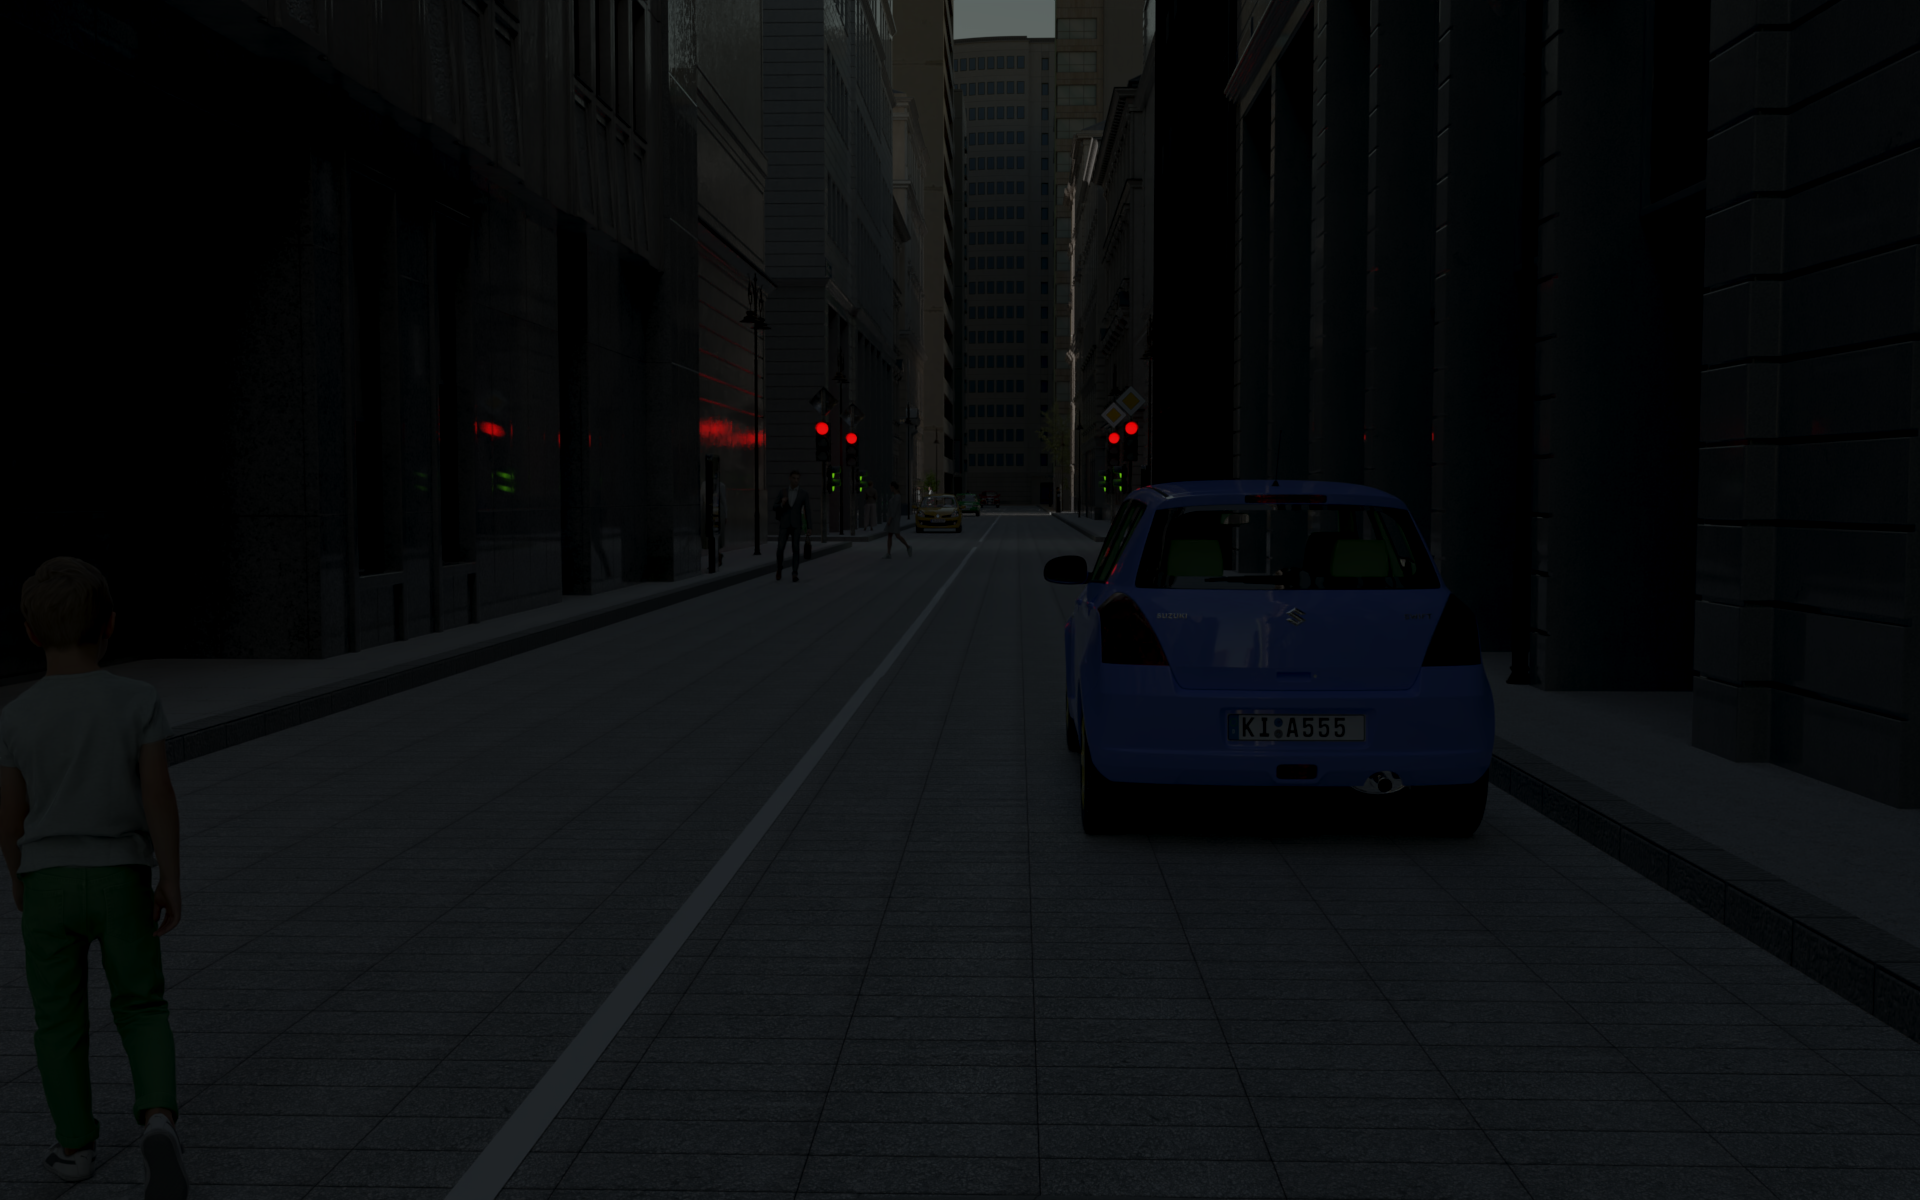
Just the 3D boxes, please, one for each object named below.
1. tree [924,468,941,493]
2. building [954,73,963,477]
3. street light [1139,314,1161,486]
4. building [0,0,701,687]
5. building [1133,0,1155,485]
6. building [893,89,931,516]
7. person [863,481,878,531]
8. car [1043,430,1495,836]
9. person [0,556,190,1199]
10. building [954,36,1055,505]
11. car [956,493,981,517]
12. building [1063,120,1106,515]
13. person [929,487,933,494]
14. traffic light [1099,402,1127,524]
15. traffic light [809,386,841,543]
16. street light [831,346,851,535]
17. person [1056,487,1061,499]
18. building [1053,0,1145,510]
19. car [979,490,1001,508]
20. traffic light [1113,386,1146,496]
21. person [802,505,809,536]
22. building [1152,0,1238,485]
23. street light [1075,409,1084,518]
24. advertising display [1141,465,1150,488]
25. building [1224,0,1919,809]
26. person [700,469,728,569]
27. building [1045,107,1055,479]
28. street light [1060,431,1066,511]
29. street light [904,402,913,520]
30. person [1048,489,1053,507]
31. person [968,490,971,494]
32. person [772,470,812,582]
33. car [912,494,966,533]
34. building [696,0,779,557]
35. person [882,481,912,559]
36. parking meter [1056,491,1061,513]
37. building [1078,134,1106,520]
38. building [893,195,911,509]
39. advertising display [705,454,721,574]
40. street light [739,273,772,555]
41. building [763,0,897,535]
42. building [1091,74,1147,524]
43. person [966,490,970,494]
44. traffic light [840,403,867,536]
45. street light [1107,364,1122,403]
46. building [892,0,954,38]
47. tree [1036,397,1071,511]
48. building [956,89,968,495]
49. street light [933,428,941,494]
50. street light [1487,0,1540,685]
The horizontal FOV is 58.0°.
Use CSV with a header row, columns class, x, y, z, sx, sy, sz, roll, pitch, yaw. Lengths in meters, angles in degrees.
class,x,y,z,sx,sy,sz,roll,pitch,yaw
tree,-2.232,-8.151,127.872,1.663,3.219,1.824,0,3,0
building,-11.883,-33.398,165.670,23.786,49.044,30.456,0,4,2
street light,4.884,-4.395,44.642,0.468,5.910,1.993,0,4,2
building,-10.428,-12.168,16.968,12.078,24.808,19.932,0,4,2
building,15.651,-13.946,56.902,19.941,23.489,11.050,0,4,2
building,-9.016,-19.944,111.995,13.634,28.700,20.117,0,4,2
person,-3.138,-3.317,60.829,0.519,1.759,0.362,0,4,1
car,1.388,0.061,8.589,1.945,1.707,3.694,0,4,2
person,-1.755,0.565,3.515,0.306,1.304,0.590,-3,5,-42
building,6.665,-41.574,221.731,28.212,58.520,21.231,0,4,2
car,0.406,-6.315,112.047,1.959,1.807,4.718,0,4,2
building,13.306,-19.398,114.425,12.463,27.353,25.104,0,4,2
person,-2.060,-7.148,123.008,0.391,1.810,0.635,0,4,-7
traffic light,4.674,-3.919,53.002,0.839,4.253,0.868,0,4,2
traffic light,-3.545,-3.446,45.266,0.839,4.253,0.868,0,4,2
street light,-3.720,-4.981,54.220,0.468,5.910,1.993,0,4,2
person,7.425,-7.642,130.985,0.705,1.824,1.348,0,4,-6
building,14.638,-27.955,140.656,14.154,41.232,14.086,0,4,2
car,3.072,-10.496,180.288,2.281,1.827,5.304,0,4,0
traffic light,4.412,-3.431,45.021,0.839,4.253,0.868,0,4,2
person,-4.784,-2.609,52.943,0.306,1.304,0.590,3,4,39
building,10.853,-12.625,36.094,12.332,23.373,15.834,0,4,2
street light,6.519,-7.445,94.513,0.468,5.910,1.993,0,4,2
advertising display,4.188,-2.079,39.211,0.123,1.923,0.974,1,4,10
building,9.435,-14.414,13.157,11.434,29.767,29.804,0,4,2
person,-4.225,-1.438,29.785,0.478,1.798,0.641,2,4,25
building,21.271,-34.710,187.124,23.786,49.044,30.456,0,4,2
street light,7.565,-9.477,127.743,0.468,5.910,1.993,0,4,2
street light,-2.585,-6.994,87.136,0.468,5.910,1.993,0,4,2
person,8.992,-10.116,171.402,0.705,1.831,1.348,2,4,24
person,1.017,-11.467,194.459,0.436,1.711,0.756,0,4,6
person,-2.759,-1.223,28.459,0.622,1.834,0.822,-1,4,-14
car,-0.775,-3.347,64.940,2.015,1.641,3.980,0,4,1
building,-19.443,-12.481,37.349,30.059,22.955,16.112,0,4,2
person,-1.422,-1.791,38.532,0.760,1.731,0.466,-3,5,-40
parking meter,6.764,-6.759,118.922,0.372,1.533,0.369,0,3,0
building,11.553,-14.916,93.019,9.793,20.994,18.267,0,4,2
building,-8.454,-13.943,92.595,10.561,19.102,19.286,0,4,2
advertising display,-4.031,-1.411,28.286,0.123,1.923,0.974,0,4,-1
street light,-4.275,-3.888,36.355,0.468,5.910,1.993,0,4,2
building,-9.050,-17.754,67.777,11.434,29.767,29.804,0,4,2
building,11.265,-12.786,73.686,10.561,19.102,19.286,0,4,2
person,0.799,-10.930,185.672,0.541,1.710,0.530,0,4,2
traffic light,-3.283,-3.934,53.246,0.839,4.253,0.868,0,4,2
street light,5.475,-5.422,61.436,0.468,5.910,1.993,0,4,2
building,-11.532,-31.549,139.533,21.300,48.544,21.600,0,4,2
tree,7.923,-11.095,131.761,4.737,8.622,4.395,0,3,0
building,-10.084,-34.834,193.244,21.600,48.544,21.300,0,4,2
street light,-1.616,-9.019,120.249,0.468,5.910,1.993,0,4,2
street light,3.790,-2.371,11.549,0.468,5.910,1.993,0,4,2
